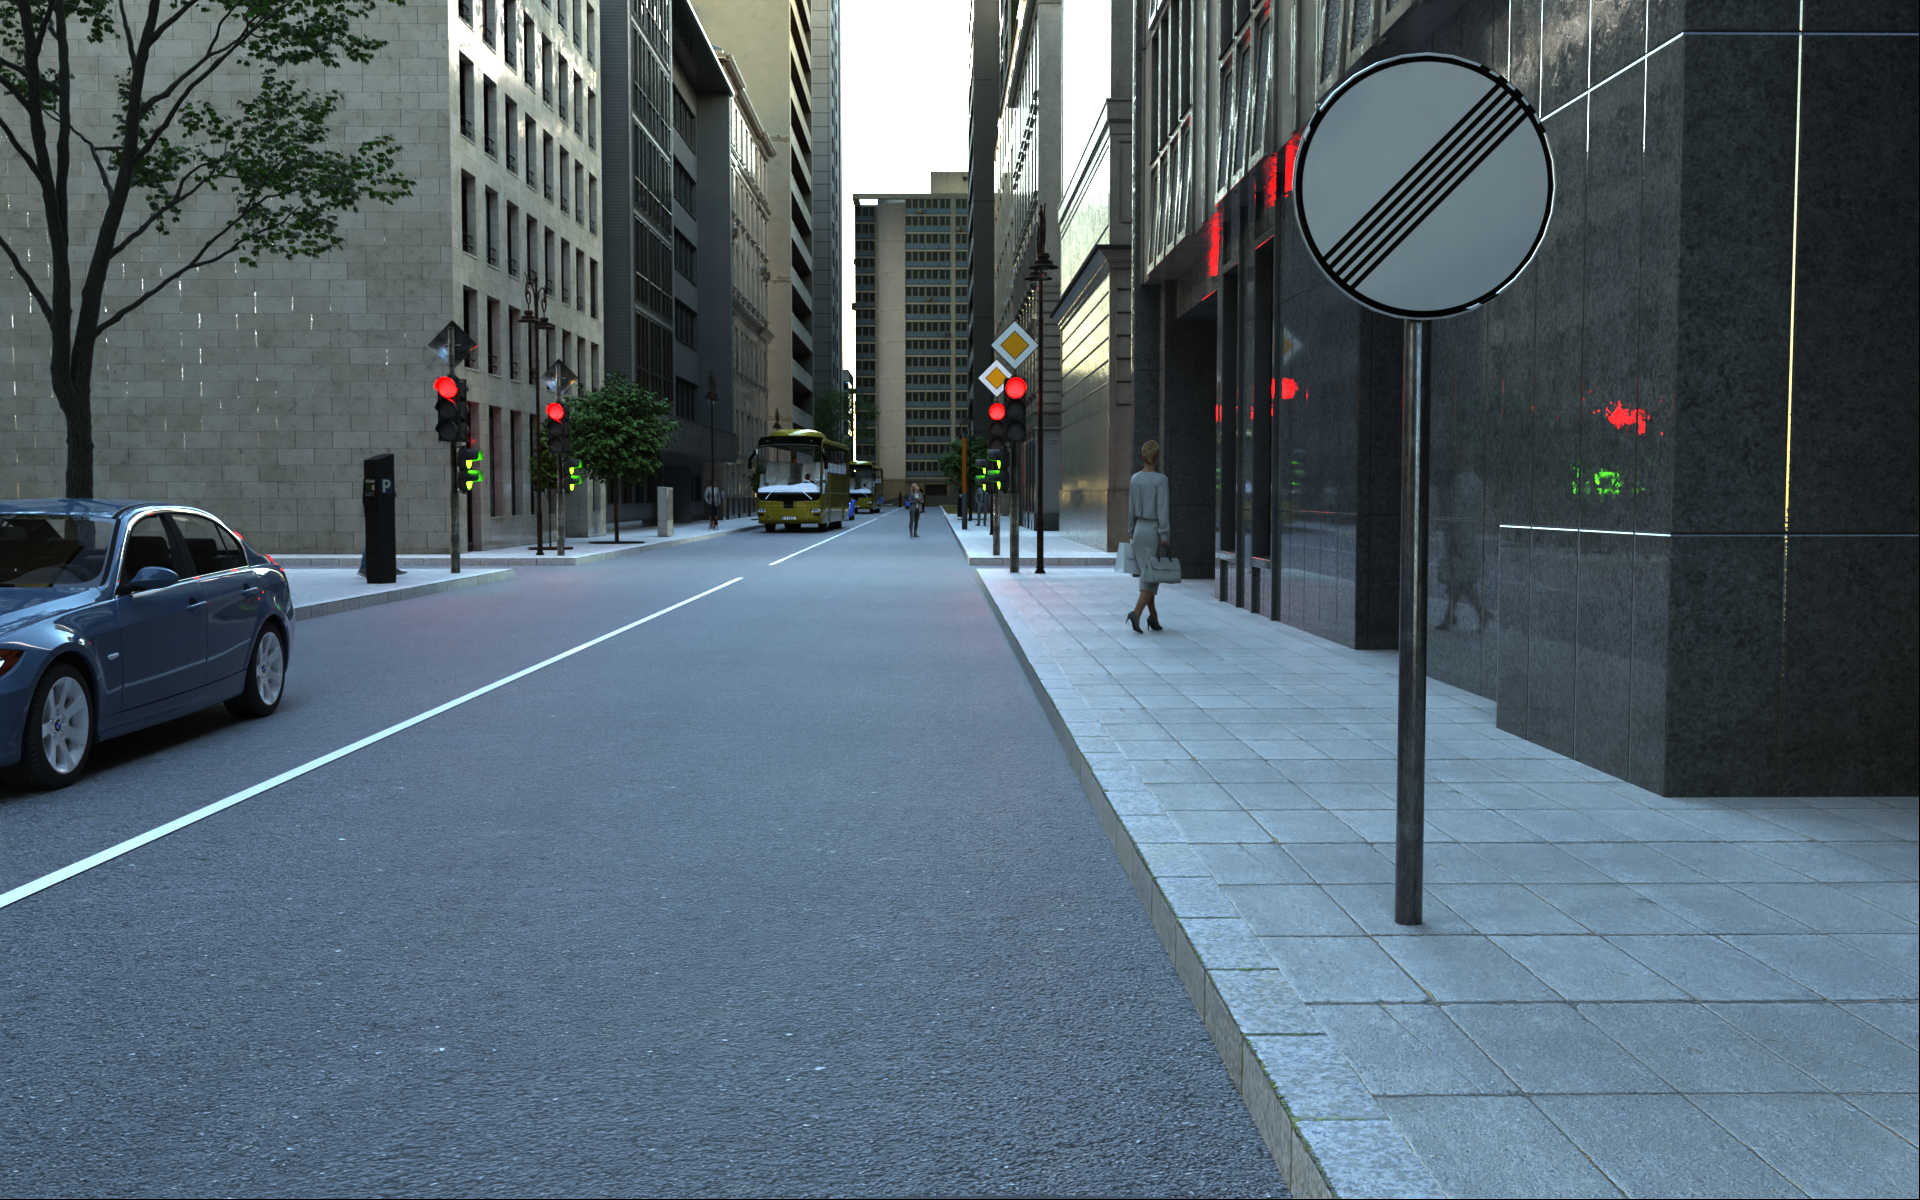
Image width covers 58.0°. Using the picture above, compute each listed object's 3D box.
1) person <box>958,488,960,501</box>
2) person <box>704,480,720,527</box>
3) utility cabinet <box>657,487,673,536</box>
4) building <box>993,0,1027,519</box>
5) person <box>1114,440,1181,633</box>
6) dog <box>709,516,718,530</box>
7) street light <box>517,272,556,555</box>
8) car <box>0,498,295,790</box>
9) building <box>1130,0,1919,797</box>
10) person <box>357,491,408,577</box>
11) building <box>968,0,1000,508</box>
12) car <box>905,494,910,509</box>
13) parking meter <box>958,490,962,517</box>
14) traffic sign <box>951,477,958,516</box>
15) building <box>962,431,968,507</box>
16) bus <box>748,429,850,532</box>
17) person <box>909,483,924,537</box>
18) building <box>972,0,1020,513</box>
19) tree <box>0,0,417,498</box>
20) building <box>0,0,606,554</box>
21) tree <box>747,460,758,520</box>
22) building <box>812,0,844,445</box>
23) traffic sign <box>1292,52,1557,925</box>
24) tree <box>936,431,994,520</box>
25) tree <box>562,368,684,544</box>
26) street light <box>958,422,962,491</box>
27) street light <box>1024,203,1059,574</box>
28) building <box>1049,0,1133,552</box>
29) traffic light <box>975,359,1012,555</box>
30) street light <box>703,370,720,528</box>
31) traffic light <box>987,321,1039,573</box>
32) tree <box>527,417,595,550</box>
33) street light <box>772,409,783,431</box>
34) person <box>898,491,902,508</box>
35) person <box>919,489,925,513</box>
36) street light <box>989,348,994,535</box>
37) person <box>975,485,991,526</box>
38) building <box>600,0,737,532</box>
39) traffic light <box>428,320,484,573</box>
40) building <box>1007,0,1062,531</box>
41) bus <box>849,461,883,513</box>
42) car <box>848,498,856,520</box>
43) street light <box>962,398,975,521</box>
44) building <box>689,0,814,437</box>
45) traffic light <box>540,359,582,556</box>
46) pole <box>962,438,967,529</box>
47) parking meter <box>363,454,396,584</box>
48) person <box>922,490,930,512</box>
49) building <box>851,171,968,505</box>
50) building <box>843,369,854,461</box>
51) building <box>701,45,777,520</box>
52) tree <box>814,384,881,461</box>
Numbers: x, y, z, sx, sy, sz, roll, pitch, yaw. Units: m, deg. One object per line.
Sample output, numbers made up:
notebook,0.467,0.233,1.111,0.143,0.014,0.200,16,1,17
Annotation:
person,0.033,-7.963,136.950,0.721,1.736,1.217,0,4,6
person,-9.646,-3.757,67.310,0.661,1.843,0.795,-2,4,-32
utility cabinet,-8.884,-2.668,52.294,0.318,1.500,1.173,0,4,-1
building,12.079,-17.736,94.502,19.350,26.468,34.151,0,4,-1
person,1.720,-0.594,16.114,0.624,1.780,0.694,-2,4,-30
dog,-8.759,-2.736,61.570,0.406,0.507,0.540,-1,4,-20
street light,-8.839,-3.883,36.275,0.468,5.910,1.993,0,4,-1
car,-5.266,0.130,9.883,2.014,1.417,4.499,0,4,-2
building,8.826,-12.144,16.574,12.078,24.808,19.932,0,4,-1
person,-8.859,-1.247,26.419,0.713,1.824,0.794,-2,4,-35
building,11.520,-31.841,144.306,21.300,48.544,21.600,0,4,-1
car,-4.273,-9.454,164.160,1.945,1.707,3.694,0,4,0
parking meter,0.066,-5.454,97.587,0.372,1.533,0.369,0,3,0
traffic sign,-0.126,-6.084,99.578,0.768,2.556,0.104,0,4,7
building,11.634,-52.400,169.403,22.319,86.520,31.000,0,4,-1
bus,-6.148,-4.737,68.994,2.896,3.916,12.252,0,4,1
person,-1.445,-3.002,57.769,0.537,1.800,0.526,-1,4,-17
building,11.207,-41.852,122.526,20.563,71.187,20.611,0,4,-1
tree,-9.202,-5.634,17.868,9.928,11.665,9.643,0,3,0
building,-16.009,-11.608,44.541,10.420,20.320,16.860,0,4,-1
tree,-9.828,-5.551,85.368,1.663,3.219,1.824,0,3,0
building,-22.598,-45.049,174.803,20.611,71.187,20.563,0,4,-1
traffic sign,1.344,-0.306,5.111,0.768,2.556,0.104,0,4,-1
tree,0.522,-6.339,87.357,4.285,4.588,4.351,0,3,0
tree,-8.902,-3.761,45.211,4.285,4.588,4.351,0,3,0
street light,0.023,-8.449,110.934,0.468,5.910,1.993,0,4,-1
street light,1.297,-3.368,27.856,0.468,5.910,1.993,0,4,-1
building,17.357,-12.943,44.900,30.059,22.955,16.112,0,4,-1
traffic light,0.745,-2.892,36.197,0.839,4.253,0.868,0,4,-1
street light,-9.215,-5.608,64.471,0.468,5.910,1.993,0,4,-1
traffic light,0.871,-2.403,28.213,0.839,4.253,0.868,0,4,-1
tree,-9.515,-2.771,39.908,1.663,3.219,1.824,0,3,0
street light,-9.753,-7.324,92.542,0.468,5.910,1.993,0,4,-1
person,-6.404,-10.778,184.853,0.705,1.807,1.348,-1,4,-12
person,-3.024,-7.569,132.262,0.705,1.824,1.348,3,4,38
street light,1.007,-4.988,54.344,0.468,5.910,1.993,0,4,-1
person,0.934,-3.915,70.150,0.635,1.810,0.391,0,4,-2
building,-17.561,-15.213,67.802,14.314,24.678,30.058,0,4,-1
traffic light,-8.189,-2.394,28.055,0.839,4.253,0.868,0,4,-1
building,7.108,-13.411,68.427,9.793,20.994,18.267,0,4,-1
bus,-7.436,-8.532,131.051,2.896,3.916,12.252,0,4,1
car,-6.697,-5.251,95.449,1.945,1.707,3.694,0,4,-1
street light,0.477,-6.702,82.363,0.468,5.910,1.993,0,4,-1
building,-21.687,-30.423,121.126,21.300,48.544,21.600,0,4,-1
traffic light,-8.315,-2.882,36.039,0.839,4.253,0.868,0,4,-1
pole,0.168,-4.219,62.821,0.158,3.312,0.155,0,3,0
parking meter,-8.341,-1.173,24.892,0.255,1.863,0.399,2,4,26
person,-2.921,-7.835,137.314,1.217,1.735,0.721,3,4,37
building,-0.969,-31.769,211.298,23.993,40.220,32.217,0,4,-1
building,-28.393,-54.582,205.088,31.000,86.520,22.319,0,4,-1
building,-17.423,-18.271,95.998,12.463,27.353,25.104,0,4,-1
tree,-11.375,-14.468,162.301,9.928,11.665,9.643,0,3,0
